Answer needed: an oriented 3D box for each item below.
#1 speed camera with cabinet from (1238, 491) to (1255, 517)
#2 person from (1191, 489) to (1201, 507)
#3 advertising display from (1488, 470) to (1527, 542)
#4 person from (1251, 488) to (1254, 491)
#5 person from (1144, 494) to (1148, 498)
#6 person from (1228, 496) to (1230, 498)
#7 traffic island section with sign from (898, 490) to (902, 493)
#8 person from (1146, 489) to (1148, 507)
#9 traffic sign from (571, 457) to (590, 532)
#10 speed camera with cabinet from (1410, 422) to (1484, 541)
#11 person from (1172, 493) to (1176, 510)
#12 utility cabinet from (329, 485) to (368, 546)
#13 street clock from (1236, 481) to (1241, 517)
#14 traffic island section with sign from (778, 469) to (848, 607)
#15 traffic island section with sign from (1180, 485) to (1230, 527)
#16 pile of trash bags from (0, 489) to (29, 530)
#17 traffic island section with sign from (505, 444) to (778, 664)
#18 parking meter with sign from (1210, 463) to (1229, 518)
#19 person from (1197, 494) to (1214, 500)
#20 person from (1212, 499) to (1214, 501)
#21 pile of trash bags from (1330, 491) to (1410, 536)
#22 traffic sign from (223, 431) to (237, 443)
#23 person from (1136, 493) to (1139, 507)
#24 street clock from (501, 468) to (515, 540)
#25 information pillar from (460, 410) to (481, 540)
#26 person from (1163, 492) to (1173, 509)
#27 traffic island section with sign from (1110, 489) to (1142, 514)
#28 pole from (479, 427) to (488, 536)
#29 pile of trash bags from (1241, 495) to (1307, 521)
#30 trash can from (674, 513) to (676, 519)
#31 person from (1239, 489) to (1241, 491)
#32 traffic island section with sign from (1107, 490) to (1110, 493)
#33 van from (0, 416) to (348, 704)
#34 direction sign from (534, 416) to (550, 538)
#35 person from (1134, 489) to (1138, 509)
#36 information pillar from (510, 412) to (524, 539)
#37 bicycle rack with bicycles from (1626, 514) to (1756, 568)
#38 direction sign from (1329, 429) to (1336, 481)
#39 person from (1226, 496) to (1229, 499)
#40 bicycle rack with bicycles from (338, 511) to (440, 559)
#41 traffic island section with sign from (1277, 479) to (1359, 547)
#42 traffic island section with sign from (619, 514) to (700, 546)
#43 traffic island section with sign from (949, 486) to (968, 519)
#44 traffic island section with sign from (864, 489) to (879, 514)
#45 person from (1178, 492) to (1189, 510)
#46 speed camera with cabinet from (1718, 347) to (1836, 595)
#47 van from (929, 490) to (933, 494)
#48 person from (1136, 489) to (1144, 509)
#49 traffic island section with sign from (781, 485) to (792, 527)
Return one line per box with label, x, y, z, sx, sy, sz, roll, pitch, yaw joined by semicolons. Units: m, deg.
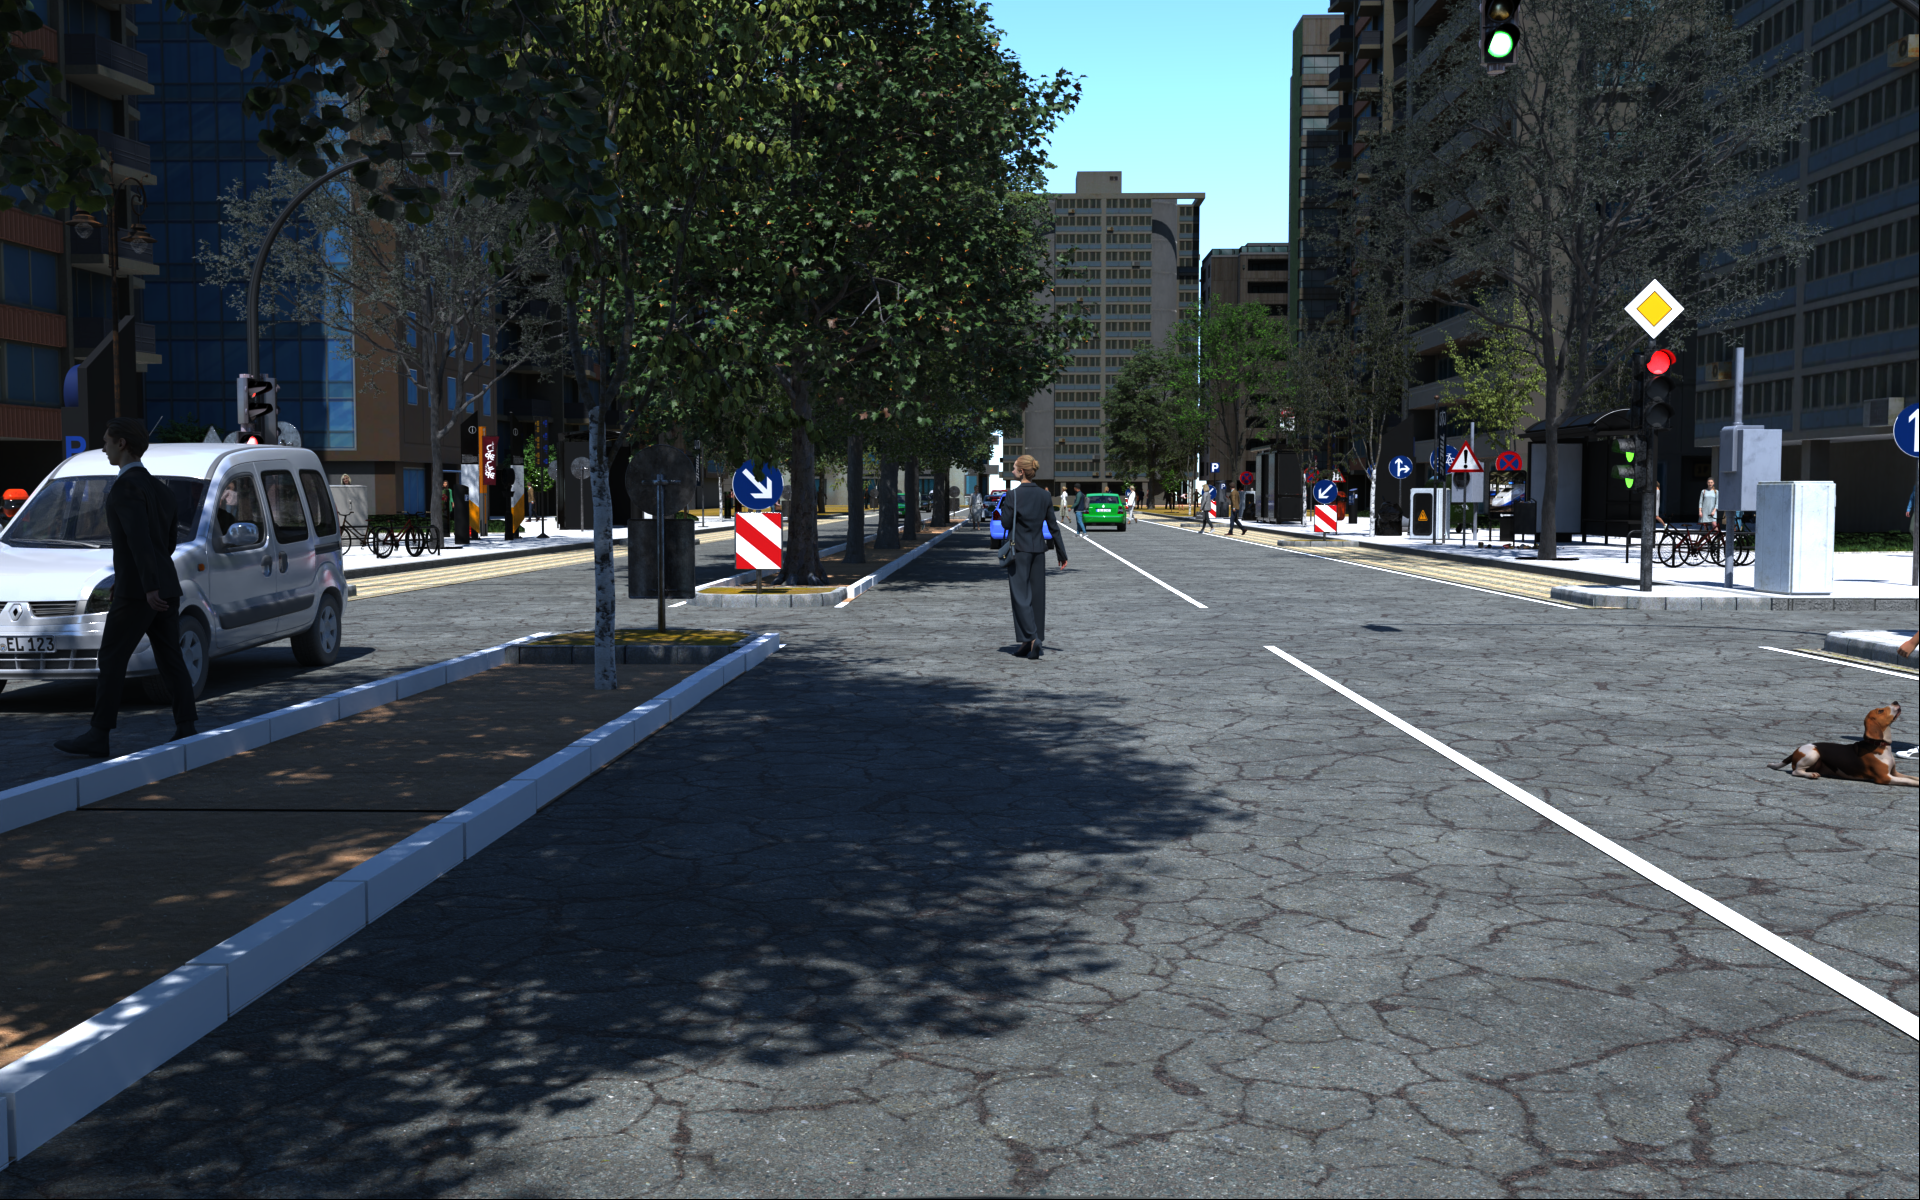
speed camera with cabinet;16.296;-6.201;95.729;2.038;3.252;0.660;-2;4;-29
person;22.848;-9.842;167.088;1.348;1.807;0.705;-2;4;-25
advertising display;14.768;-2.539;46.730;0.974;1.923;0.123;1;4;21
person;21.993;-7.568;130.515;1.217;1.736;0.721;0;4;8
person;16.816;-9.019;154.222;0.721;1.743;1.217;-2;4;-32
person;20.007;-7.264;125.547;1.217;1.736;0.721;2;4;31
traffic island section with sign;-5.349;-8.770;152.021;1.989;1.847;2.006;0;4;2
person;19.101;-10.275;174.566;0.750;1.759;0.617;2;4;31
traffic sign;-12.898;-3.606;59.067;0.768;2.556;0.104;0;4;2
speed camera with cabinet;13.521;-3.292;48.155;0.660;3.252;2.038;-3;5;-39
person;17.831;-8.375;143.684;0.721;1.735;1.217;0;4;4
utility cabinet;-15.043;-2.055;42.272;0.318;1.500;1.173;3;4;37
street clock;15.127;-5.512;94.688;0.471;2.002;0.358;-3;5;-43
traffic island section with sign;-2.560;-0.898;22.824;2.006;1.907;1.989;0;4;2
traffic island section with sign;10.606;-4.067;75.115;1.989;1.847;2.006;0;4;2
pile of trash bags;-15.301;-1.144;28.463;1.912;1.369;3.447;-3;4;-37
traffic island section with sign;-2.788;-0.446;15.421;2.006;1.907;1.989;0;4;2
parking meter with sign;14.335;-6.059;95.328;0.543;3.016;1.738;-1;4;-15
person;15.865;-6.431;111.925;1.217;1.736;0.721;3;4;37
person;19.939;-7.932;136.286;0.434;1.755;0.990;1;4;19
pile of trash bags;13.173;-2.700;53.890;3.447;1.369;1.912;1;4;21
traffic sign;-14.493;-2.125;34.850;0.768;2.556;0.104;0;4;7
person;16.192;-9.083;157.806;0.557;1.426;1.065;3;4;36
street clock;-12.516;-2.657;48.013;0.358;2.002;0.471;-3;4;-36
information pillar;-13.641;-3.481;48.276;0.504;3.616;0.183;-1;4;-11
person;17.657;-8.558;146.513;0.990;1.755;0.434;0;4;-4
traffic island section with sign;12.062;-7.089;124.533;1.989;1.847;2.006;0;4;2
pole;-14.435;-3.583;52.426;0.158;3.312;0.155;0;3;0
pile of trash bags;15.350;-4.508;83.453;3.447;1.369;1.912;-2;4;-31
trash can;-11.386;-3.420;67.574;0.748;1.137;0.748;0;3;0
person;17.718;-6.354;109.900;0.705;1.831;1.348;-3;5;-43
traffic island section with sign;12.856;-8.737;151.477;1.989;1.847;2.006;0;4;2
van;-6.082;-0.373;13.112;2.013;2.044;4.112;0;4;0
direction sign;-12.197;-3.582;50.558;0.379;3.537;0.876;-3;4;-38
person;15.405;-9.015;153.958;0.721;1.766;1.217;-3;5;-40
information pillar;-12.737;-3.574;49.794;0.183;3.616;0.504;2;4;26
bicycle rack with bicycles;13.485;-1.088;31.169;2.925;0.926;2.852;0;4;-3
direction sign;13.066;-4.215;60.910;0.379;3.537;0.876;0;4;-2
person;18.606;-7.202;123.740;1.348;1.831;0.705;-1;4;-23
bicycle rack with bicycles;-11.868;-1.372;35.818;2.852;0.926;2.925;2;4;26
traffic island section with sign;9.792;-2.383;47.596;1.989;1.847;2.006;0;4;2
traffic island section with sign;-8.397;-2.452;48.720;1.989;1.847;2.006;0;4;2
traffic island section with sign;-0.358;-5.492;97.931;2.006;1.907;1.989;0;4;2
traffic island section with sign;-6.151;-7.122;125.077;1.989;1.847;2.006;0;4;2
person;17.451;-7.717;135.397;0.799;1.438;0.628;-1;4;-16
speed camera with cabinet;10.739;-1.741;22.799;0.660;3.252;2.038;0;4;-2
van;-2.299;-9.939;169.514;2.013;2.044;4.112;0;4;3
person;15.810;-8.895;151.932;0.683;1.767;0.568;0;4;-8
traffic island section with sign;-7.583;-4.158;76.615;1.989;1.847;2.006;0;4;2
